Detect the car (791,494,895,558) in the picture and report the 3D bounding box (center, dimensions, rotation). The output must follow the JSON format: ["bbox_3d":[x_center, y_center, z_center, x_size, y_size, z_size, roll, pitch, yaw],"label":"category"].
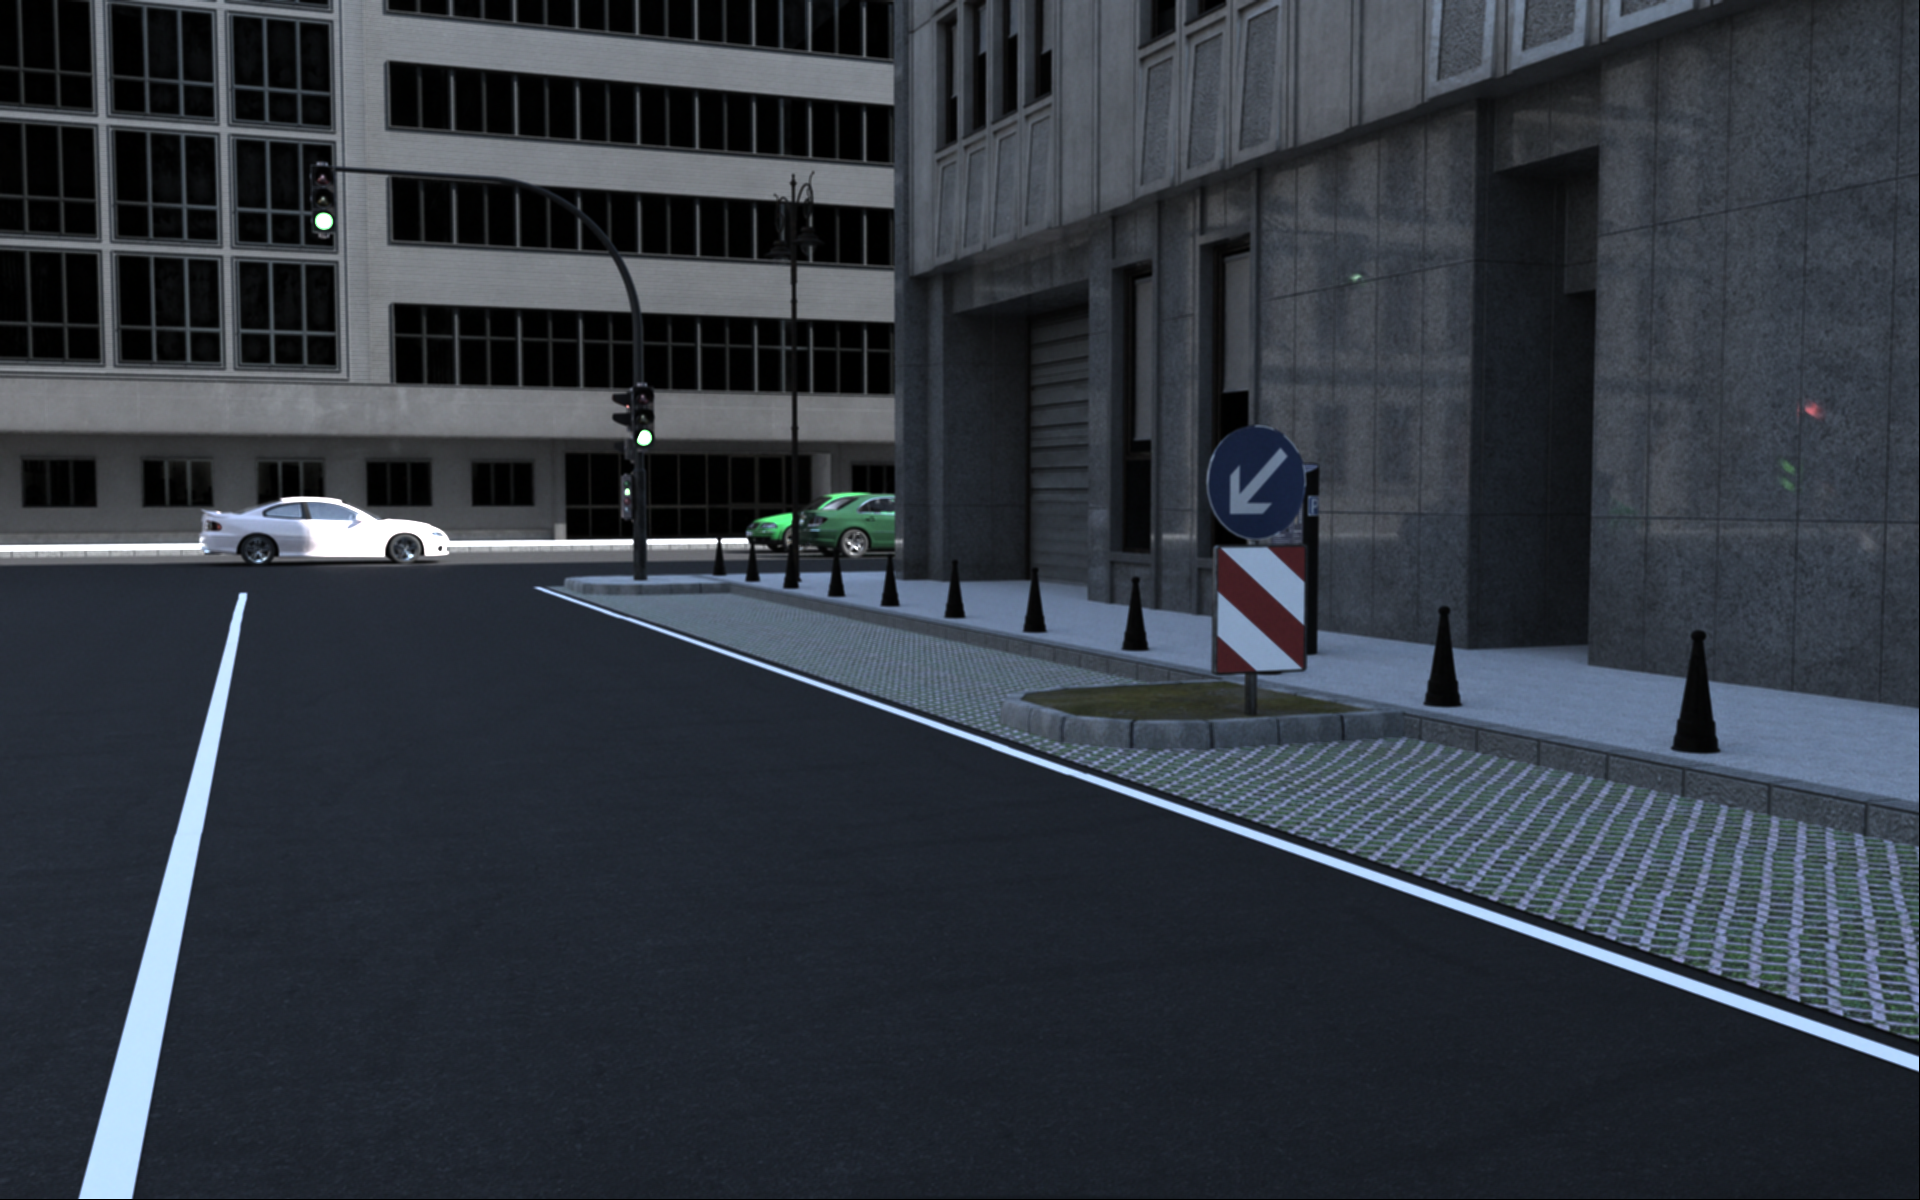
[{"bbox_3d":[-1.450,-1.737,40.192,4.920,1.459,2.131,-1,4,-23],"label":"car"}]

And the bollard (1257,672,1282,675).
[{"bbox_3d":[2.188,0.223,12.389,0.229,0.601,0.229,0,3,0],"label":"bollard"}]

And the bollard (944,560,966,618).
[{"bbox_3d":[-0.054,-0.119,17.985,0.229,0.601,0.229,0,3,0],"label":"bollard"}]

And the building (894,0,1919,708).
[{"bbox_3d":[8.288,-12.253,18.367,12.078,24.808,19.932,-1,4,-22],"label":"building"}]

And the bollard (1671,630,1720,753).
[{"bbox_3d":[3.685,0.452,8.659,0.229,0.601,0.229,0,3,0],"label":"bollard"}]

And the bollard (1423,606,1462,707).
[{"bbox_3d":[2.938,0.337,10.525,0.229,0.601,0.229,0,3,0],"label":"bollard"}]

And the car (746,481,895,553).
[{"bbox_3d":[-2.988,-2.103,43.186,4.718,1.807,1.959,-1,4,-22],"label":"car"}]

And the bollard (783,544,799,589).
[{"bbox_3d":[-2.303,-0.462,23.588,0.229,0.601,0.229,0,3,0],"label":"bollard"}]

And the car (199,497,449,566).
[{"bbox_3d":[-13.053,-1.428,35.714,4.827,1.381,2.083,-1,4,-22],"label":"car"}]

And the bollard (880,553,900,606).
[{"bbox_3d":[-0.801,-0.233,19.852,0.229,0.601,0.229,0,3,0],"label":"bollard"}]

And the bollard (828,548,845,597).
[{"bbox_3d":[-1.550,-0.347,21.717,0.229,0.601,0.229,0,3,0],"label":"bollard"}]

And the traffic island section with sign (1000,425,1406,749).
[{"bbox_3d":[1.329,-0.123,10.646,1.989,1.847,2.006,-1,4,-22],"label":"traffic island section with sign"}]

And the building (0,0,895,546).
[{"bbox_3d":[-13.564,-14.252,52.081,30.058,24.678,14.314,-1,4,-22],"label":"building"}]

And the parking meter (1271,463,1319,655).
[{"bbox_3d":[2.690,-0.337,13.923,0.372,1.533,0.369,0,3,0],"label":"parking meter"}]

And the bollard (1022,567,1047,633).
[{"bbox_3d":[0.696,-0.005,16.121,0.229,0.601,0.229,0,3,0],"label":"bollard"}]

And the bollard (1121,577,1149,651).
[{"bbox_3d":[1.444,0.109,14.257,0.229,0.601,0.229,0,3,0],"label":"bollard"}]

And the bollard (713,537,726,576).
[{"bbox_3d":[-3.795,-0.690,27.319,0.229,0.601,0.229,0,3,0],"label":"bollard"}]

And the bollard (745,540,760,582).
[{"bbox_3d":[-3.048,-0.576,25.454,0.229,0.601,0.229,0,3,0],"label":"bollard"}]

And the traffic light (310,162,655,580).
[{"bbox_3d":[-6.707,-3.067,24.807,4.771,5.953,1.251,-1,4,-22],"label":"traffic light"}]

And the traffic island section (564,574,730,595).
[{"bbox_3d":[-4.757,-0.218,25.847,2.009,0.180,2.903,-1,4,-22],"label":"traffic island section"}]

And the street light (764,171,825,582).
[{"bbox_3d":[-2.406,-3.204,25.168,0.468,5.910,1.993,-1,4,-22],"label":"street light"}]
